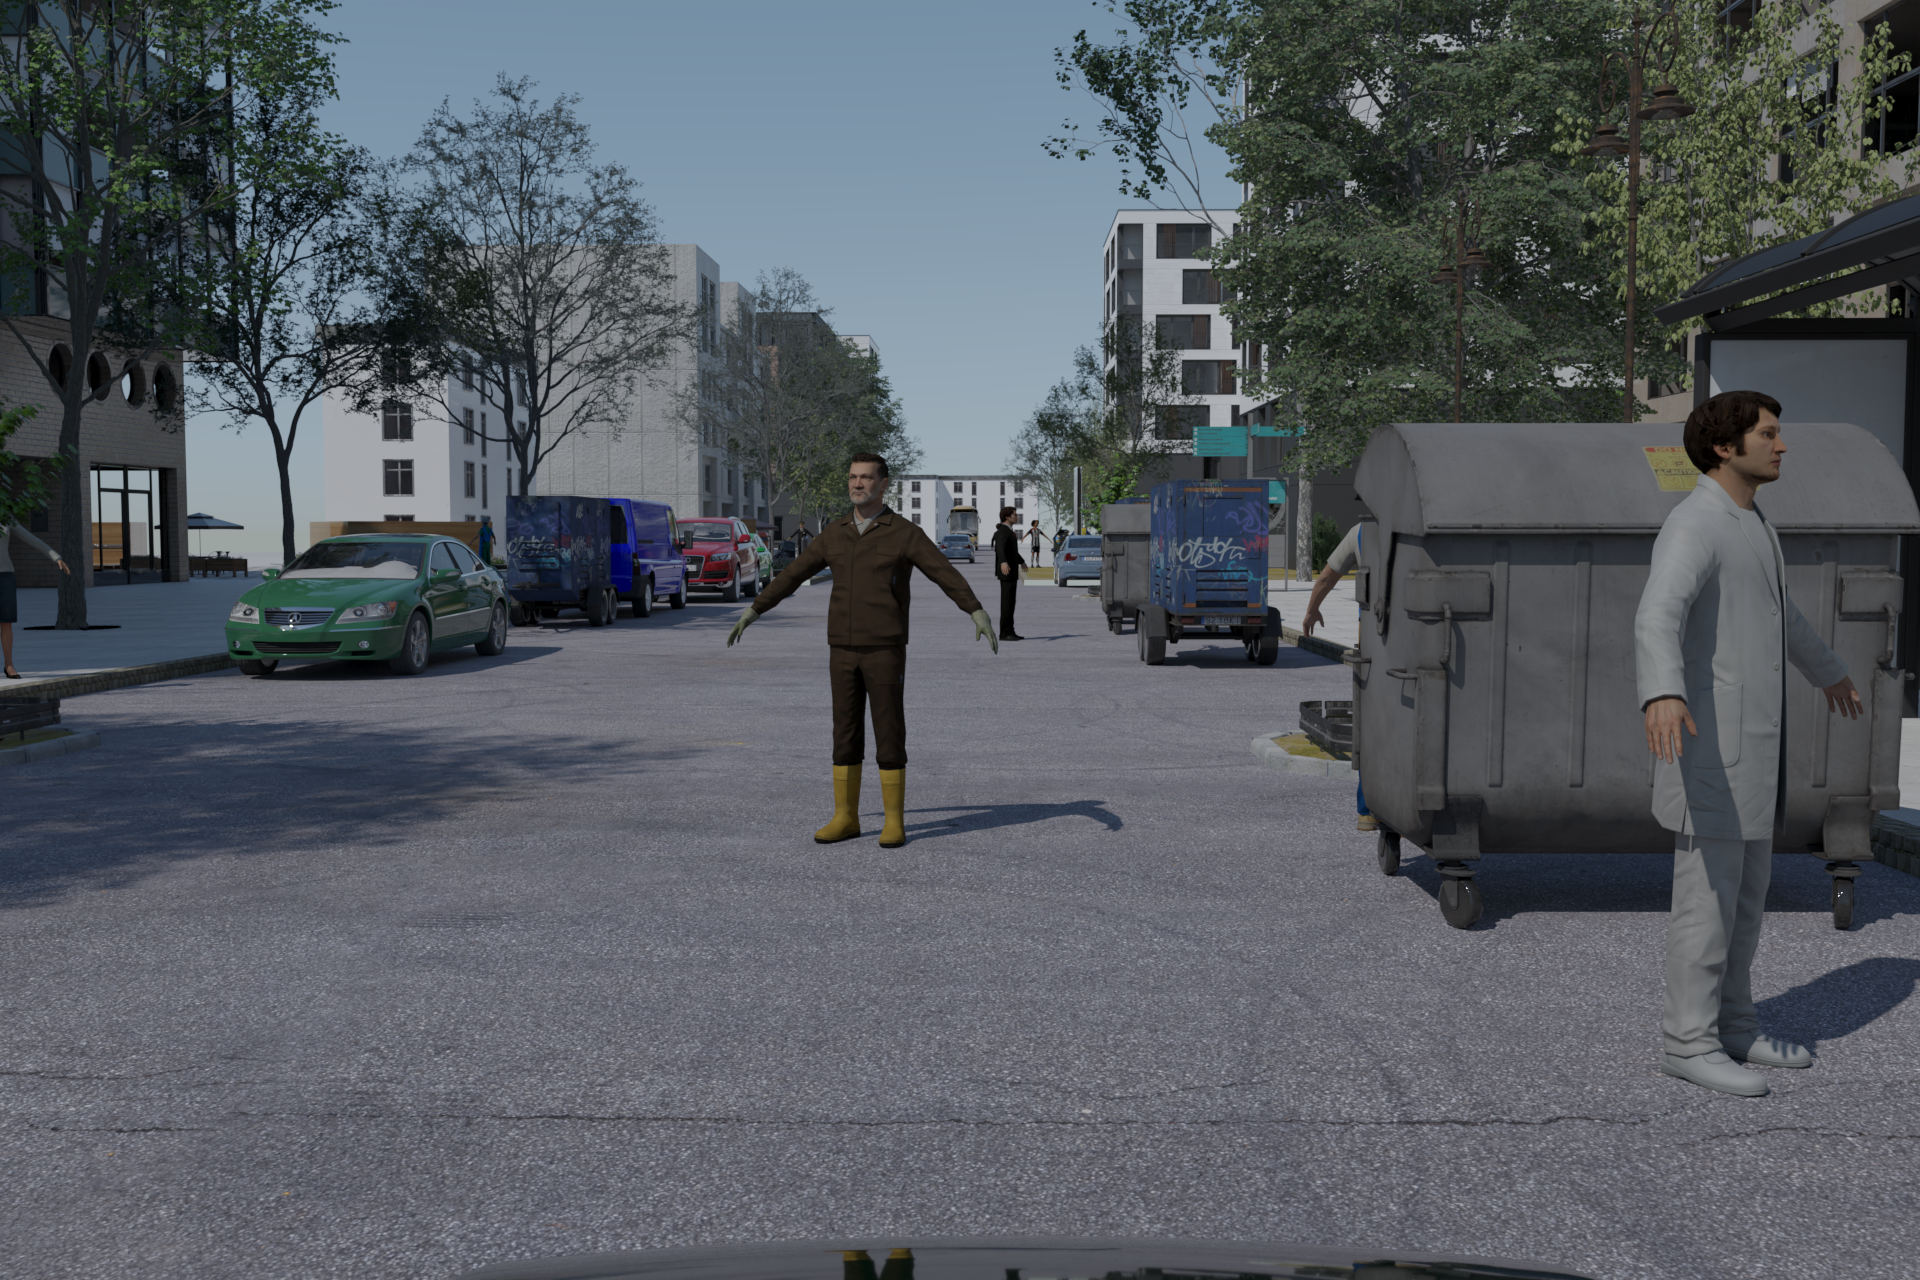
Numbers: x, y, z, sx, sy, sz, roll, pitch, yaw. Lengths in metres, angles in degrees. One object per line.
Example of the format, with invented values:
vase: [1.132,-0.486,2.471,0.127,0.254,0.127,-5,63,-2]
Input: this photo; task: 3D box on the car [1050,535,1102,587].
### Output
car: [3.534,-2.201,47.997,2.014,1.417,4.499,0,4,1]

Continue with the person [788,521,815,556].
person: [-6.794,-4.194,74.499,1.347,1.837,0.705,0,4,6]

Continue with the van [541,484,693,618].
van: [-6.231,-1.651,31.374,2.240,2.365,5.245,0,4,2]

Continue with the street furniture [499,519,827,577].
street furniture: [-7.851,-2.786,52.404,9.812,1.723,11.010,3,5,43]

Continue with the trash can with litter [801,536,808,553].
trash can with litter: [-5.926,-3.465,67.708,1.678,1.210,2.233,0,4,1]

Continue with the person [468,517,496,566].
person: [-15.350,-3.044,55.902,0.704,1.817,1.347,1,4,22]

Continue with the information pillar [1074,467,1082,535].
information pillar: [4.151,-4.264,61.035,0.184,3.620,1.656,0,3,0]

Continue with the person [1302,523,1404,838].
person: [2.107,0.001,8.300,0.705,1.847,1.347,-3,4,-36]

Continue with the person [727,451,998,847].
person: [-0.436,0.035,8.027,1.346,1.812,0.704,1,4,20]

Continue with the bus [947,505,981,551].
bus: [0.412,-9.854,152.659,2.896,3.916,12.252,0,4,1]

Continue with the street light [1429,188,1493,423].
street light: [6.792,-3.110,23.639,0.468,5.910,1.993,0,4,1]

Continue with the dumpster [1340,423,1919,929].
dumpster: [2.515,0.090,6.751,1.865,1.857,1.264,0,4,0]

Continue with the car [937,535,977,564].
car: [-0.152,-4.494,85.479,2.014,1.417,4.499,0,4,1]

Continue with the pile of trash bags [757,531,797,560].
pile of trash bags: [-6.673,-3.098,60.406,1.912,1.369,3.447,0,4,1]

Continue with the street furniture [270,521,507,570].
street furniture: [-20.704,-3.285,60.570,9.812,1.723,11.010,-3,4,-36]

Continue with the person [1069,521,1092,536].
person: [4.892,-3.928,70.196,1.349,1.833,0.705,0,4,-8]

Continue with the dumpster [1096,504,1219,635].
dumpster: [2.934,-1.029,25.035,1.865,1.857,1.264,0,4,0]

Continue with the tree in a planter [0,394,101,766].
tree in a planter: [-6.823,-0.853,11.172,1.991,3.239,1.994,0,4,1]

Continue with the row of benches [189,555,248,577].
row of benches: [-23.413,-2.238,52.062,4.104,0.672,1.422,1,4,13]

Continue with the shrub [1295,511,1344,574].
shrub: [11.505,-3.119,55.408,1.690,2.028,1.600,0,3,0]

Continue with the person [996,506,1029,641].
person: [0.681,-0.899,23.335,0.705,1.806,1.347,1,4,14]

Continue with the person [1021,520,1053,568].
person: [2.872,-3.640,65.660,1.345,1.843,0.704,-2,4,-24]

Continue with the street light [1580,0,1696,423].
street light: [5.941,-2.604,15.360,0.468,5.910,1.993,0,4,1]

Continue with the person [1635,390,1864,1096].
person: [2.056,0.248,4.581,0.705,1.806,1.347,3,5,44]

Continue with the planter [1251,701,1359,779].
planter: [2.898,0.619,11.011,1.991,0.319,1.994,0,4,2]

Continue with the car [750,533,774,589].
car: [-5.848,-2.158,44.083,1.959,1.807,4.718,0,4,1]

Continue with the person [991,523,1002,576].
person: [1.352,-3.046,58.449,0.705,1.806,1.347,-2,4,-29]

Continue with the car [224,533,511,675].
car: [-6.371,-0.447,19.111,2.131,1.459,4.920,0,4,1]

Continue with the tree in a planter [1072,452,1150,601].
tree in a planter: [3.464,-2.472,37.643,1.991,3.239,1.994,0,4,0]

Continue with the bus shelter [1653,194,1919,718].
bus shelter: [5.837,-0.956,9.551,2.014,3.302,5.546,0,4,2]

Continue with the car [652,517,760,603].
car: [-5.626,-1.788,37.915,2.281,1.827,5.304,0,4,1]

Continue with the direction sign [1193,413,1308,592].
direction sign: [6.407,-2.999,37.804,2.525,3.948,1.411,0,4,1]

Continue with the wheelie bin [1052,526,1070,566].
wheelie bin: [3.936,-3.643,67.473,0.693,1.594,0.980,0,4,0]

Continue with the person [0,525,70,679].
person: [-8.485,-0.513,15.212,1.217,1.735,0.721,-3,5,-42]
